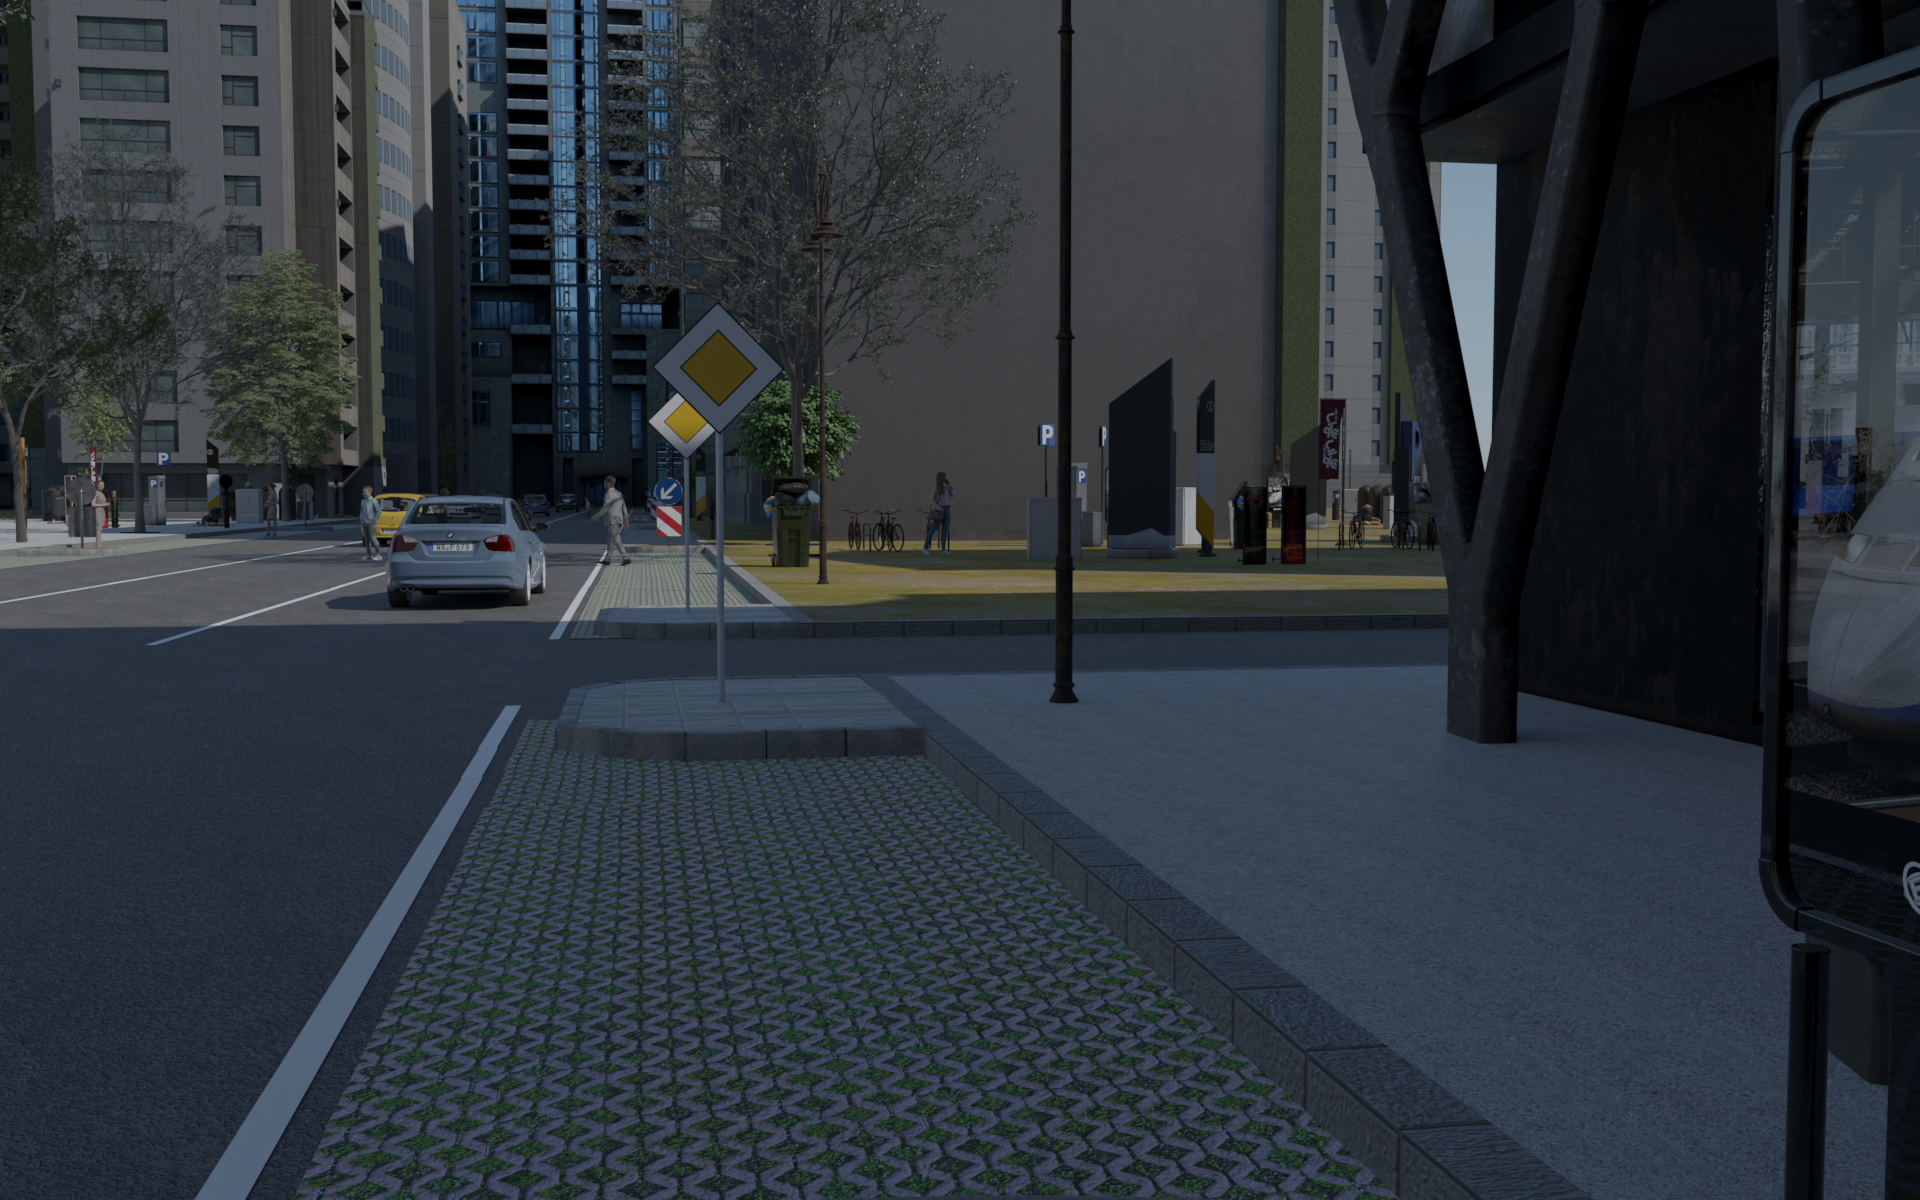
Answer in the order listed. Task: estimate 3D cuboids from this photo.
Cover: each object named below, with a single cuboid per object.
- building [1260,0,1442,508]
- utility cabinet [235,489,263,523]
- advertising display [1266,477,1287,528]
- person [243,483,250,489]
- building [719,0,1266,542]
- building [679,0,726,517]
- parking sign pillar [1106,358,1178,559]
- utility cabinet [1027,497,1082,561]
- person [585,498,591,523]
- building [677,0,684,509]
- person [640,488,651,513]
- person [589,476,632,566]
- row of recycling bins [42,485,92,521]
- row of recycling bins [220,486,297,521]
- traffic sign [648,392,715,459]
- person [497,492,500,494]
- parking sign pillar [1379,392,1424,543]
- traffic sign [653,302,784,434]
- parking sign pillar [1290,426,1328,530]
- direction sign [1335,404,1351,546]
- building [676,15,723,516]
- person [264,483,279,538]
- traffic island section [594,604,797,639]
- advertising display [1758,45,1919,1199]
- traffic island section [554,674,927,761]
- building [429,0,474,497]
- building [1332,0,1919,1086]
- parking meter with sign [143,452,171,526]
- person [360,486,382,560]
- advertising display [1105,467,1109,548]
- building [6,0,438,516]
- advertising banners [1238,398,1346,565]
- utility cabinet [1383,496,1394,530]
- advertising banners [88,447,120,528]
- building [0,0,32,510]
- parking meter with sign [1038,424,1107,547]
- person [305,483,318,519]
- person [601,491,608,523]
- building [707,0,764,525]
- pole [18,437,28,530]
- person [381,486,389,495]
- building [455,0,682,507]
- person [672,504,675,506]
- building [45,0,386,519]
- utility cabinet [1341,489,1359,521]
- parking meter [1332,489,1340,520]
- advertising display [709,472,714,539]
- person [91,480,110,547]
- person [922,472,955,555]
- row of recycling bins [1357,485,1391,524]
[{"bbox_3d":[29.339,-38.217,166.852,28.212,58.520,21.231,-1,4,-10],"label":"building"},{"bbox_3d":[-31.083,-4.102,75.742,1.173,1.500,0.318,1,4,15],"label":"utility cabinet"},{"bbox_3d":[11.970,-3.688,65.508,0.974,1.923,0.123,-2,4,-32],"label":"advertising display"},{"bbox_3d":[-32.194,-4.401,78.176,0.661,1.801,0.590,-2,4,-26],"label":"person"},{"bbox_3d":[-0.565,-16.212,58.566,14.314,27.812,24.014,-1,4,-10],"label":"building"},{"bbox_3d":[-9.825,-25.754,104.665,14.154,41.232,14.086,-1,4,-10],"label":"building"},{"bbox_3d":[3.663,-2.834,34.803,1.447,3.967,1.447,2,4,24],"label":"parking sign pillar"},{"bbox_3d":[1.812,-1.356,33.325,1.020,1.237,0.306,-1,4,-9],"label":"utility cabinet"},{"bbox_3d":[-18.708,-4.517,87.042,0.352,1.250,0.332,2,4,24],"label":"person"},{"bbox_3d":[-14.482,-37.464,154.542,21.231,58.520,28.212,-1,4,-10],"label":"building"},{"bbox_3d":[-24.099,-7.675,133.625,1.348,1.869,0.705,1,4,12],"label":"person"},{"bbox_3d":[-6.898,-1.571,34.457,0.850,1.792,0.678,1,4,18],"label":"person"},{"bbox_3d":[-43.055,-4.673,83.518,1.069,1.692,3.534,0,4,4],"label":"row of recycling bins"},{"bbox_3d":[-34.322,-4.740,84.604,3.534,1.692,1.069,-2,4,-24],"label":"row of recycling bins"},{"bbox_3d":[-2.892,-0.995,18.456,0.795,2.593,0.064,-1,4,-10],"label":"traffic sign"},{"bbox_3d":[-41.825,-8.977,156.738,0.593,1.643,0.415,0,4,-8],"label":"person"},{"bbox_3d":[12.009,-3.545,46.425,1.447,3.967,1.447,2,4,29],"label":"parking sign pillar"},{"bbox_3d":[-1.450,-0.514,10.601,0.795,2.593,0.064,-1,4,-10],"label":"traffic sign"},{"bbox_3d":[12.683,-4.564,63.101,1.447,3.967,1.447,0,4,5],"label":"parking sign pillar"},{"bbox_3d":[9.522,-3.119,42.998,0.379,3.537,0.876,1,4,17],"label":"direction sign"},{"bbox_3d":[-9.357,-28.879,126.792,22.147,44.769,28.867,-1,4,-10],"label":"building"},{"bbox_3d":[-22.693,-2.947,57.027,0.374,1.781,0.599,-3,5,-44],"label":"person"},{"bbox_3d":[-2.870,0.229,18.543,2.009,0.180,2.903,-1,4,-10],"label":"traffic island section"},{"bbox_3d":[1.460,0.174,2.369,0.123,1.923,0.974,-1,4,-10],"label":"advertising display"},{"bbox_3d":[-1.428,0.709,10.688,2.009,0.180,2.903,-1,4,-10],"label":"traffic island section"},{"bbox_3d":[-54.812,-32.280,151.484,21.600,48.544,21.300,-1,4,-10],"label":"building"},{"bbox_3d":[10.120,-8.338,3.778,16.820,18.784,16.811,-1,4,-10],"label":"building"},{"bbox_3d":[-33.020,-4.581,71.154,0.543,3.016,1.738,0,4,-3],"label":"parking meter with sign"},{"bbox_3d":[-12.877,-1.678,37.739,0.589,1.601,0.330,2,4,35],"label":"person"},{"bbox_3d":[3.792,-2.189,41.008,0.123,1.923,0.974,-3,4,-36],"label":"advertising display"},{"bbox_3d":[-47.810,-35.069,115.373,21.231,58.520,28.212,-1,4,-10],"label":"building"},{"bbox_3d":[6.060,-2.163,31.548,2.074,3.025,0.090,-1,4,-13],"label":"advertising banners"},{"bbox_3d":[15.789,-3.174,63.058,0.306,1.237,1.020,3,5,45],"label":"utility cabinet"},{"bbox_3d":[-32.021,-4.196,64.792,0.090,3.025,2.074,0,4,1],"label":"advertising banners"},{"bbox_3d":[-76.761,-31.988,146.699,21.600,48.544,21.300,-1,4,-10],"label":"building"},{"bbox_3d":[2.840,-2.944,44.399,1.738,3.016,0.543,1,4,16],"label":"parking meter with sign"},{"bbox_3d":[-33.599,-5.112,89.468,0.795,1.843,0.661,-2,4,-33],"label":"person"},{"bbox_3d":[-17.120,-4.599,84.053,0.624,1.780,0.694,-1,4,-9],"label":"person"},{"bbox_3d":[-4.584,-18.051,82.526,14.401,28.519,23.554,-1,4,-10],"label":"building"},{"bbox_3d":[-33.772,-4.193,62.396,0.158,3.312,0.155,0,3,0],"label":"pole"},{"bbox_3d":[-25.091,-4.090,75.624,0.529,1.795,0.600,0,4,1],"label":"person"},{"bbox_3d":[-42.011,-53.194,182.392,31.000,86.520,22.319,-1,4,-10],"label":"building"},{"bbox_3d":[-24.500,-8.668,147.732,0.705,1.831,1.348,1,4,23],"label":"person"},{"bbox_3d":[-40.099,-19.779,95.086,14.160,30.474,14.107,-1,4,-10],"label":"building"},{"bbox_3d":[18.390,-4.410,80.776,1.173,1.500,0.318,0,4,6],"label":"utility cabinet"},{"bbox_3d":[18.458,-4.687,85.044,0.372,1.533,0.369,0,3,0],"label":"parking meter"},{"bbox_3d":[-7.157,-2.737,49.957,0.123,1.923,0.974,-1,4,-9],"label":"advertising display"},{"bbox_3d":[-21.561,-2.117,43.458,0.374,1.781,0.599,0,4,-3],"label":"person"},{"bbox_3d":[-0.473,-1.823,36.434,0.643,1.750,0.593,3,5,40],"label":"person"},{"bbox_3d":[18.659,-4.205,75.869,1.069,1.692,3.534,-2,4,-25],"label":"row of recycling bins"}]
